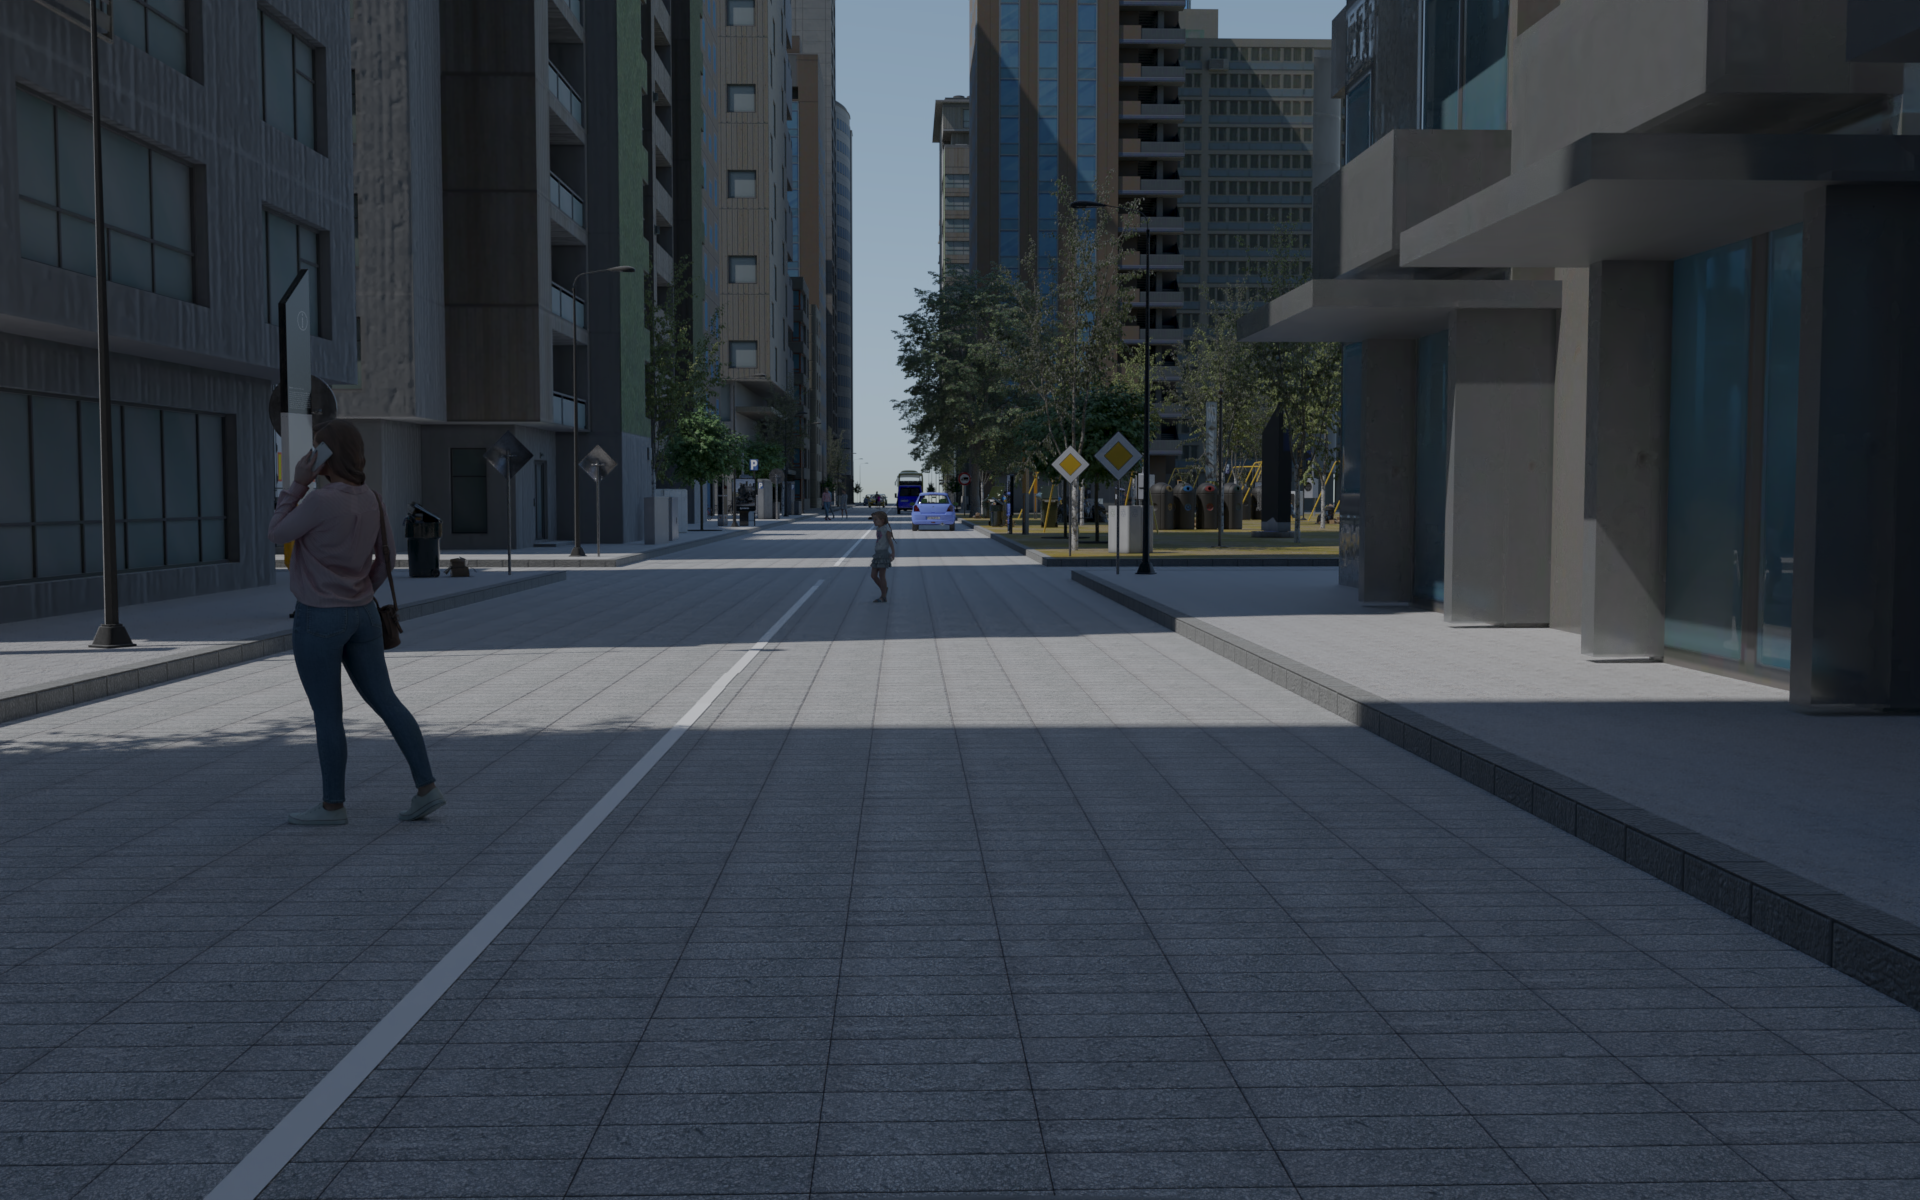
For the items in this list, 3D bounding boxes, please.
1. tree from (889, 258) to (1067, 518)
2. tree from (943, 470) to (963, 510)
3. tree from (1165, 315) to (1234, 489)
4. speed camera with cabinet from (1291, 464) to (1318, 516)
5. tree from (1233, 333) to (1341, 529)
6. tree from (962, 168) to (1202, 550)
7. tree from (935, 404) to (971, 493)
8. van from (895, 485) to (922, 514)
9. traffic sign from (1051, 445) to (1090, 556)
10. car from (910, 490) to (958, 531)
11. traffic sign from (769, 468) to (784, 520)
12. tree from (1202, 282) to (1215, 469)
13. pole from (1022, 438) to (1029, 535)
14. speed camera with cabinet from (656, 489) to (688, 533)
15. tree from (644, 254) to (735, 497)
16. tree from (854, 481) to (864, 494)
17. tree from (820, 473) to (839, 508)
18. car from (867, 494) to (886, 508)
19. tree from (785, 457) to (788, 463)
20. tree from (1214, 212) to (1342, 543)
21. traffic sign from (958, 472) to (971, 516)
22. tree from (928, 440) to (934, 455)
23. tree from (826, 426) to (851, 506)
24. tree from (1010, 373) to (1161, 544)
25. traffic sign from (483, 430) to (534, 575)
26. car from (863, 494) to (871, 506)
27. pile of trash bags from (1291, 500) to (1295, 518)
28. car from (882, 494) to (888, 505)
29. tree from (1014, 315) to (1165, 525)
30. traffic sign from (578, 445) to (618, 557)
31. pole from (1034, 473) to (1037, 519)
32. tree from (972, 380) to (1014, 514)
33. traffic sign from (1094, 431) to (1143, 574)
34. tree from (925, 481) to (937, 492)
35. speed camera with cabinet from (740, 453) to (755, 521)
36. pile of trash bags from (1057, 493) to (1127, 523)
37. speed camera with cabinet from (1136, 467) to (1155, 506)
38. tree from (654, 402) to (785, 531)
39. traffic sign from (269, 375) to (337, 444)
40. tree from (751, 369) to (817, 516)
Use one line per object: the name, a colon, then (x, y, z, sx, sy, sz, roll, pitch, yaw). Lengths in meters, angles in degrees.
tree: (0.938, -11.476, 94.282, 9.857, 13.997, 8.962, 0, 3, 0)
tree: (-0.593, -8.914, 140.342, 1.663, 3.219, 1.824, 0, 3, 0)
tree: (11.093, -7.469, 72.478, 4.737, 8.622, 4.395, 0, 3, 0)
speed camera with cabinet: (20.062, -6.576, 101.852, 0.660, 3.252, 2.038, -3, 5, -42)
tree: (13.298, -6.973, 64.371, 4.737, 8.622, 4.395, 0, 3, 0)
tree: (2.475, -5.445, 39.388, 4.360, 8.622, 3.978, 0, 3, 0)
tree: (1.610, -9.842, 111.273, 4.737, 8.622, 4.395, 0, 3, 0)
van: (-3.620, -7.387, 125.156, 2.240, 2.365, 5.245, 0, 4, -2)
traffic sign: (2.264, -1.955, 35.603, 0.795, 2.450, 0.064, 0, 4, -2)
car: (-1.029, -3.587, 68.243, 1.945, 1.707, 3.694, 0, 4, 0)
traffic sign: (-9.092, -5.247, 85.888, 0.768, 2.556, 0.104, 0, 4, 4)
tree: (8.747, -6.595, 58.189, 4.360, 8.622, 3.978, 0, 3, 0)
pole: (2.075, -3.725, 54.747, 0.158, 3.312, 0.155, 0, 3, 0)
speed camera with cabinet: (-9.862, -3.792, 56.333, 2.038, 3.252, 0.660, -3, 5, -45)
tree: (-9.063, -6.238, 52.354, 4.737, 8.622, 4.395, 0, 3, 0)
tree: (-14.579, -15.506, 248.130, 1.663, 3.219, 1.824, 0, 3, 0)
tree: (-11.960, -10.102, 159.772, 1.663, 3.219, 1.824, 0, 3, 0)
car: (-8.766, -10.521, 182.244, 2.015, 1.641, 3.980, 0, 4, -1)
tree: (-10.677, -6.575, 91.208, 4.285, 4.588, 4.351, 0, 3, 0)
tree: (8.883, -5.796, 45.128, 4.360, 8.622, 3.978, 0, 3, 0)
traffic sign: (0.271, -6.177, 101.100, 0.768, 2.556, 0.104, 0, 4, -1)
tree: (-1.704, -15.004, 195.672, 4.737, 8.622, 4.395, 0, 3, 0)
tree: (-13.497, -14.447, 186.572, 4.360, 8.622, 3.978, 0, 3, 0)
tree: (3.150, -4.073, 50.301, 4.285, 4.588, 4.351, 0, 3, 0)
traffic sign: (-7.121, -1.449, 27.335, 0.795, 2.450, 0.064, 0, 4, -2)
car: (-10.802, -12.137, 210.444, 2.014, 1.417, 4.499, 0, 4, 0)
pile of trash bags: (16.230, -5.074, 92.707, 3.447, 1.369, 1.912, -2, 4, -32)
car: (-10.136, -12.905, 219.798, 1.959, 1.807, 4.718, 0, 4, -1)
tree: (5.206, -7.354, 70.607, 4.737, 8.622, 4.395, 0, 3, 0)
traffic sign: (-7.376, -1.937, 35.316, 0.795, 2.450, 0.064, 0, 4, -2)
pole: (3.891, -5.822, 89.025, 0.158, 3.312, 0.155, 0, 3, 0)
tree: (3.800, -9.427, 104.495, 4.737, 8.622, 4.395, 0, 3, 0)
traffic sign: (2.519, -1.467, 27.622, 0.795, 2.450, 0.064, 0, 4, -2)
tree: (-4.569, -16.440, 263.397, 1.663, 3.219, 1.824, 0, 3, 0)
speed camera with cabinet: (-10.149, -5.408, 82.751, 0.660, 3.252, 2.038, -1, 4, -10)
pile of trash bags: (6.067, -4.203, 78.472, 3.447, 1.369, 1.912, -2, 4, -26)
speed camera with cabinet: (8.862, -5.076, 77.325, 2.038, 3.252, 0.660, 3, 4, 37)
tree: (-9.096, -4.687, 60.339, 4.285, 4.588, 4.351, 0, 3, 0)
traffic sign: (-6.945, -1.113, 18.303, 0.768, 2.556, 0.104, 0, 4, 8)
tree: (-10.419, -9.250, 101.593, 4.360, 8.622, 3.978, 0, 3, 0)
